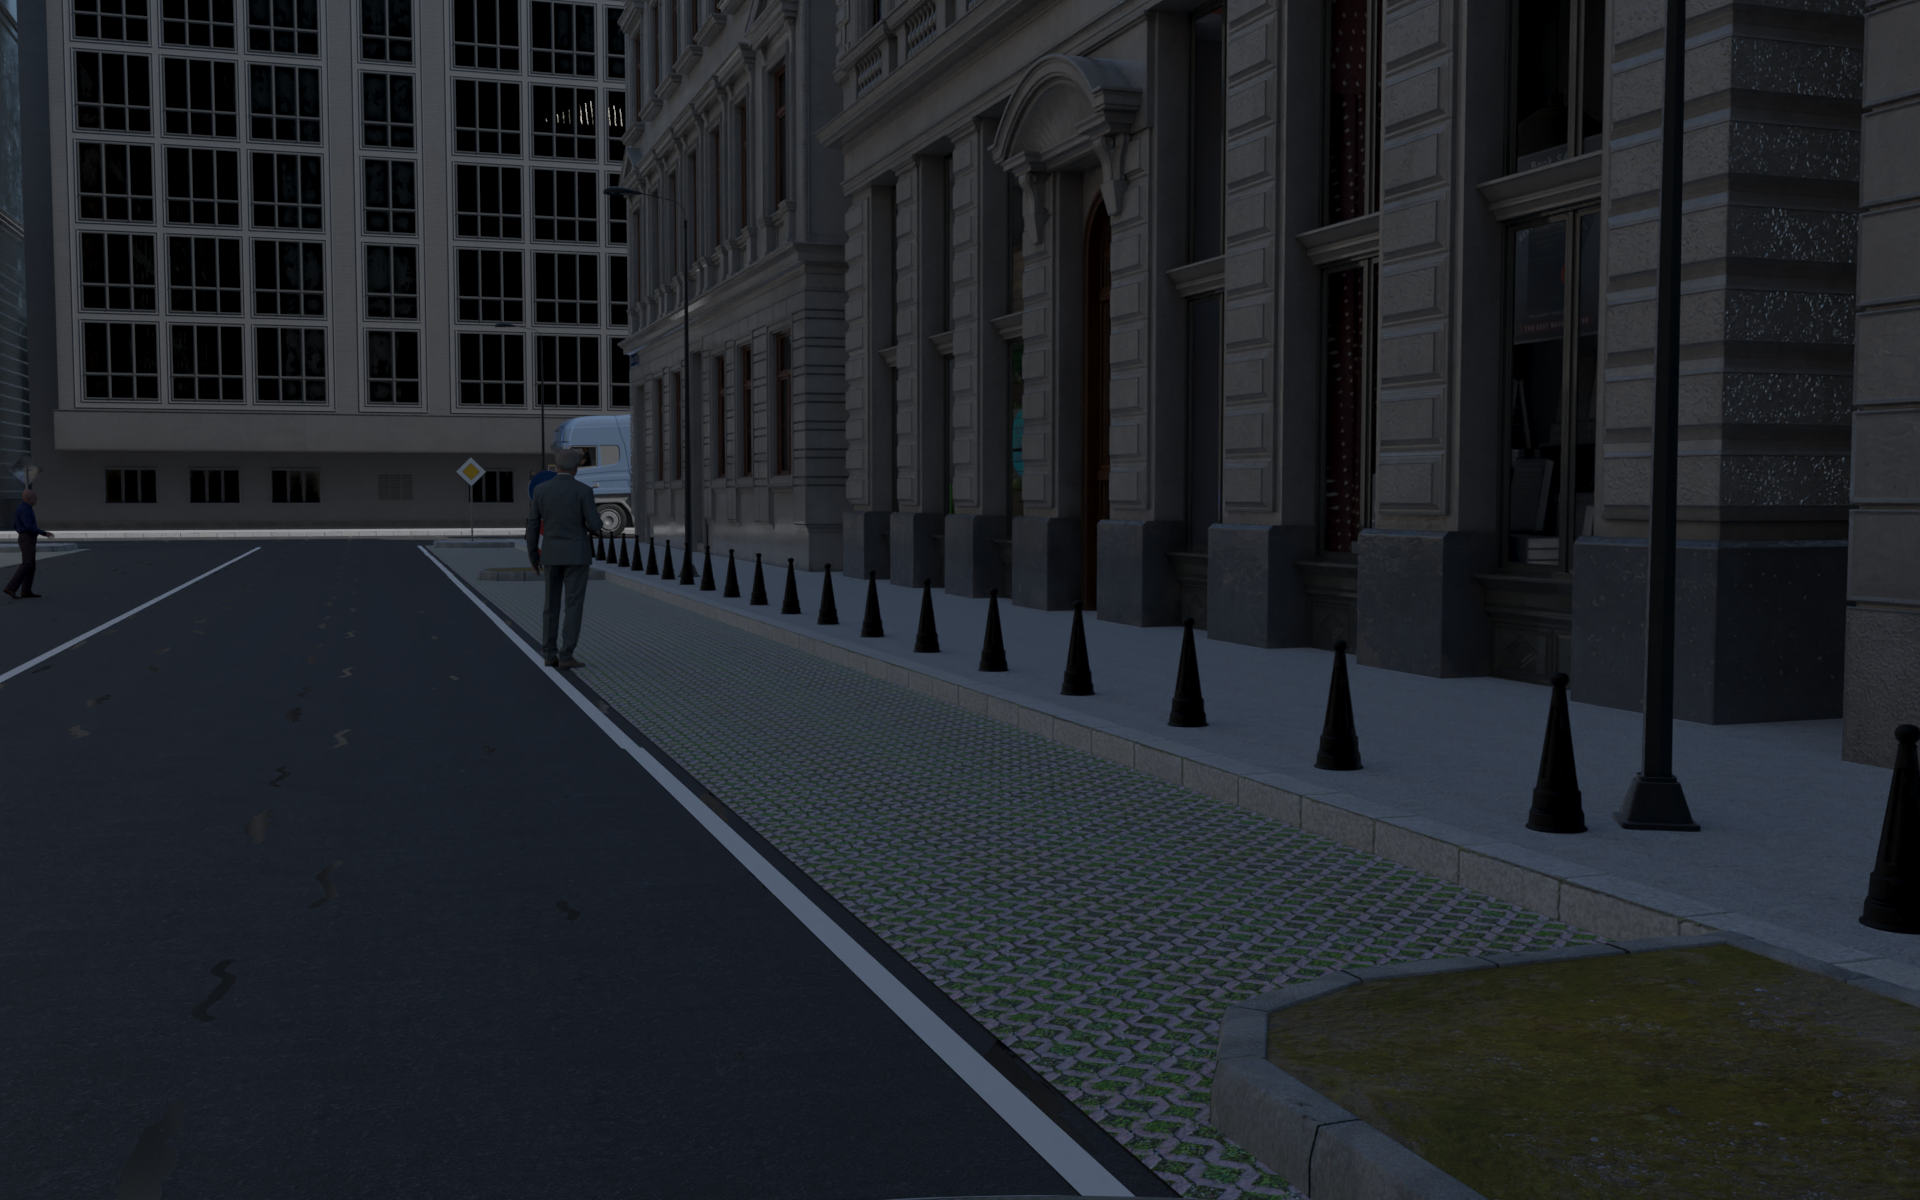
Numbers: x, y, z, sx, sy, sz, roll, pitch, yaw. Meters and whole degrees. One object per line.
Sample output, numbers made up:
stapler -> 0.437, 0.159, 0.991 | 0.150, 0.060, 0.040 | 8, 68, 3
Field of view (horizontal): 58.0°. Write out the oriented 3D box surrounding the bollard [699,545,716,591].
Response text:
bollard -> -3.354, -0.427, 23.028 | 0.229, 0.601, 0.229 | 0, 3, 0

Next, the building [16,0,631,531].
building -> -22.471, -16.780, 67.867 | 24.014, 27.812, 14.314 | -1, 4, -19

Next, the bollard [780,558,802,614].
bollard -> -1.810, -0.153, 18.546 | 0.229, 0.601, 0.229 | 0, 3, 0

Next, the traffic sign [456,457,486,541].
traffic sign -> -13.235, -2.647, 46.923 | 0.795, 2.450, 0.064 | -1, 4, -19

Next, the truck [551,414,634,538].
truck -> -4.984, -4.230, 58.924 | 18.799, 4.110, 2.967 | -1, 4, -19

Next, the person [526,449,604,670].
person -> -3.233, -0.345, 14.322 | 0.661, 1.801, 0.590 | 1, 4, 9

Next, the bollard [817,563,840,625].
bollard -> -1.301, -0.062, 17.060 | 0.229, 0.601, 0.229 | 0, 3, 0

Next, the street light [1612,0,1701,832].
street light -> 2.188, -2.070, 6.382 | 1.470, 5.913, 1.316 | -1, 4, -19

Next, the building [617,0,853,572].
building -> -0.964, -12.383, 38.615 | 11.583, 22.565, 21.152 | -1, 4, -19

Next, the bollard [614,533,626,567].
bollard -> -5.915, -0.883, 30.475 | 0.229, 0.601, 0.229 | 0, 3, 0

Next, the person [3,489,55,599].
person -> -12.782, -0.774, 23.843 | 0.600, 1.496, 0.574 | -1, 4, -9

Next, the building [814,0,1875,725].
building -> 5.701, -11.638, 19.159 | 11.050, 23.489, 19.941 | -1, 4, -19

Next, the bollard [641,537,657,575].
bollard -> -4.888, -0.700, 27.492 | 0.229, 0.601, 0.229 | 0, 3, 0

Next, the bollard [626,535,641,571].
bollard -> -5.405, -0.791, 28.981 | 0.229, 0.601, 0.229 | 0, 3, 0

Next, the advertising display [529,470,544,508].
advertising display -> -11.138, -2.509, 46.232 | 0.974, 1.923, 0.123 | 3, 5, 40

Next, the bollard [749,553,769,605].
bollard -> -2.327, -0.245, 20.041 | 0.229, 0.601, 0.229 | 0, 3, 0

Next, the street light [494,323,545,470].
street light -> -11.943, -4.572, 47.298 | 1.470, 5.913, 1.316 | -1, 4, -19

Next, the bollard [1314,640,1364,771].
bollard -> 1.778, 0.485, 8.114 | 0.229, 0.601, 0.229 | 0, 3, 0

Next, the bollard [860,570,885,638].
bollard -> -0.786, 0.029, 15.563 | 0.229, 0.601, 0.229 | 0, 3, 0

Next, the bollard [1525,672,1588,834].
bollard -> 2.289, 0.576, 6.629 | 0.229, 0.601, 0.229 | 0, 3, 0

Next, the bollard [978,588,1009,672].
bollard -> 0.244, 0.212, 12.574 | 0.229, 0.601, 0.229 | 0, 3, 0

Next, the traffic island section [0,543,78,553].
traffic island section -> -23.423, -1.299, 43.513 | 2.009, 0.180, 2.903 | -1, 4, -19

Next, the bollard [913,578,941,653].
bollard -> -0.267, 0.121, 14.059 | 0.229, 0.601, 0.229 | 0, 3, 0

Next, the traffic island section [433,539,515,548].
traffic island section -> -13.215, -1.512, 47.007 | 2.009, 0.180, 2.903 | -1, 4, -19

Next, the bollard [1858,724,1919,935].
bollard -> 2.801, 0.667, 5.134 | 0.229, 0.601, 0.229 | 0, 3, 0

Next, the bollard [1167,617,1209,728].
bollard -> 1.266, 0.394, 9.603 | 0.229, 0.601, 0.229 | 0, 3, 0

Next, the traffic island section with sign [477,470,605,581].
traffic island section with sign -> -7.129, -1.263, 29.272 | 1.989, 1.847, 2.006 | -1, 4, -19

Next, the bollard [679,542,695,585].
bollard -> -3.864, -0.518, 24.514 | 0.229, 0.601, 0.229 | 0, 3, 0

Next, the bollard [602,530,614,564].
bollard -> -6.427, -0.974, 31.960 | 0.229, 0.601, 0.229 | 0, 3, 0

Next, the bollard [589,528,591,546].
bollard -> -7.449, -1.155, 34.933 | 0.229, 0.601, 0.229 | 0, 3, 0

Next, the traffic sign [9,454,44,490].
traffic sign -> -23.403, -2.435, 43.459 | 0.795, 2.450, 0.064 | -1, 4, -19

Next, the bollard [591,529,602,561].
bollard -> -6.936, -1.065, 33.448 | 0.229, 0.601, 0.229 | 0, 3, 0

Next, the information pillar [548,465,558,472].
information pillar -> -10.110, -2.383, 43.457 | 0.304, 2.012, 0.304 | 2, 4, 32

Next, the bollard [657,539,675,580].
bollard -> -4.382, -0.609, 26.005 | 0.229, 0.601, 0.229 | 0, 3, 0

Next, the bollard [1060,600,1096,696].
bollard -> 0.755, 0.303, 11.089 | 0.229, 0.601, 0.229 | 0, 3, 0

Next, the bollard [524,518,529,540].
bollard -> -12.067, -1.977, 48.358 | 0.229, 0.601, 0.229 | 0, 3, 0

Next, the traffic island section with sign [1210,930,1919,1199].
traffic island section with sign -> 1.643, 0.297, 3.779 | 1.989, 1.847, 2.006 | -1, 4, -19

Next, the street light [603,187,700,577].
street light -> -4.718, -3.300, 26.500 | 1.470, 5.913, 1.316 | -1, 4, -19

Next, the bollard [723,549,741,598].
bollard -> -2.837, -0.335, 21.527 | 0.229, 0.601, 0.229 | 0, 3, 0

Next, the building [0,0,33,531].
building -> -45.769, -15.973, 58.421 | 25.104, 27.353, 12.463 | -1, 4, -19
